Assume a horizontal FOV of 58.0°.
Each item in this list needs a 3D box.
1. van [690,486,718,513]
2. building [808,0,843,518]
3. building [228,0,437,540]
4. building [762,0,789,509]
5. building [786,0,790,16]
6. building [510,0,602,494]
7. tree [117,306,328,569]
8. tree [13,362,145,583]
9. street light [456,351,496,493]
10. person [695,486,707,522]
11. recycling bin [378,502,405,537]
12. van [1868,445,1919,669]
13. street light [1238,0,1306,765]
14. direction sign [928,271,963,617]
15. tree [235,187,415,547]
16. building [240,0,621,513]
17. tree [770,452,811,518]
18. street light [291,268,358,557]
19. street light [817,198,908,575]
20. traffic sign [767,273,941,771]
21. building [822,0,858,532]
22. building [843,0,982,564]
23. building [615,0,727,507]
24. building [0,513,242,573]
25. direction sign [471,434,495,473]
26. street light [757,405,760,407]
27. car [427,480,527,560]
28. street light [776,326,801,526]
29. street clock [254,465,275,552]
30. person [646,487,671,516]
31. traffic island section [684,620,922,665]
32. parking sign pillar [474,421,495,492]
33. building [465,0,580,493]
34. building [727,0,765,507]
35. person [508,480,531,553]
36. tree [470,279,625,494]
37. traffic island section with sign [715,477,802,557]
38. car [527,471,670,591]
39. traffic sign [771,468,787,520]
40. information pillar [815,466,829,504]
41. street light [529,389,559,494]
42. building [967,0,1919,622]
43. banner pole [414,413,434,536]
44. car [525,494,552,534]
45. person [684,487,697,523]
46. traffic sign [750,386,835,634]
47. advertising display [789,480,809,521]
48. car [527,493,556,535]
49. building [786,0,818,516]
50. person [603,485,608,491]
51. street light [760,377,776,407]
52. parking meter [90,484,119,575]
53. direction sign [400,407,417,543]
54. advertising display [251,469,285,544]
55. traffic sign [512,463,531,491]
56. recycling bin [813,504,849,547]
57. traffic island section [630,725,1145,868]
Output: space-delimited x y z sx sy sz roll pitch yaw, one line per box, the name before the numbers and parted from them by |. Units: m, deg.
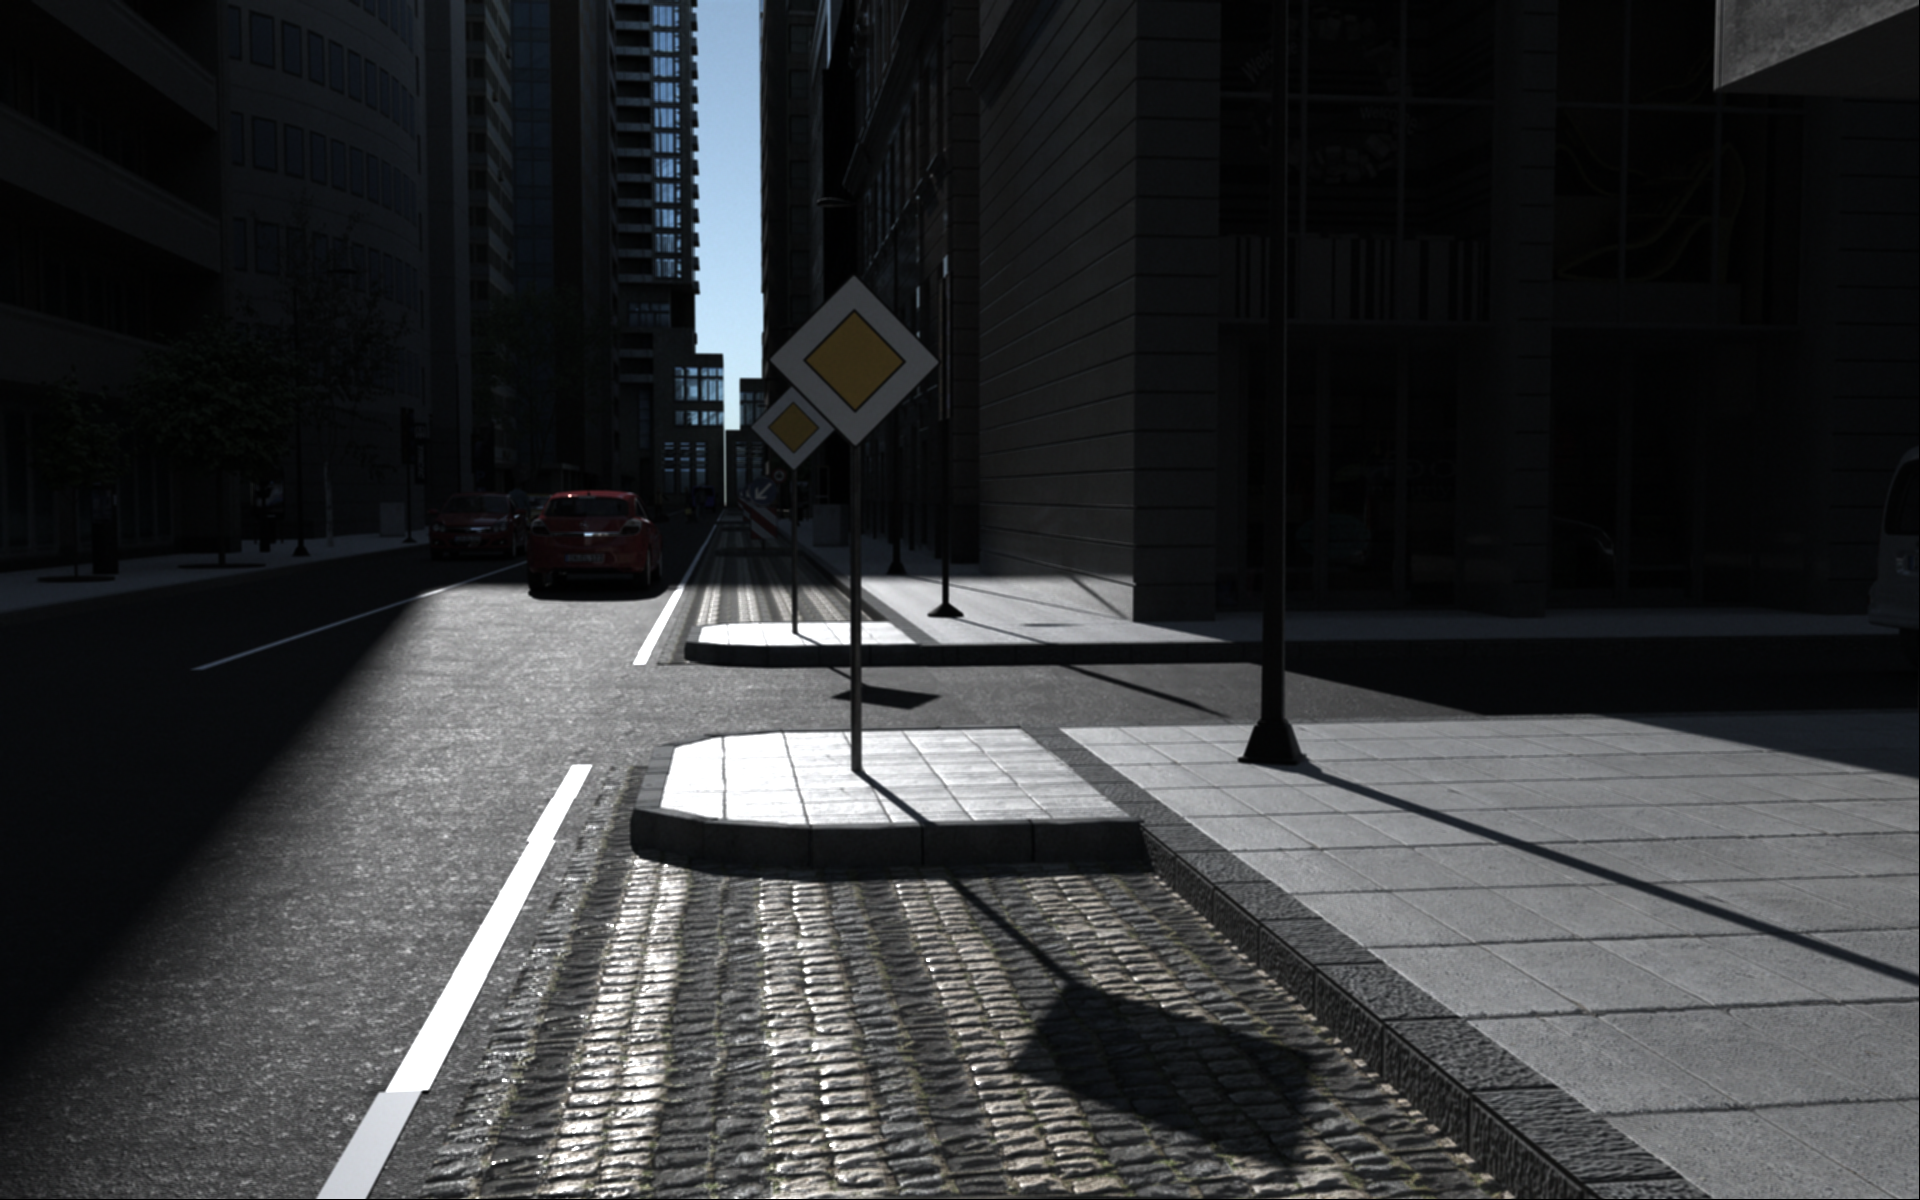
van | -20.144 -8.055 136.085 2.240 2.365 5.245 0 4 -8
building | -0.628 -16.133 81.800 12.078 24.808 19.932 0 4 -7
building | -29.456 -31.522 57.378 21.231 58.520 28.212 0 4 -7
building | -6.756 -32.510 155.237 21.300 48.544 21.600 0 4 -7
building | -1.451 -31.151 128.933 23.786 49.044 30.456 0 4 -7
building | -35.157 -29.503 132.492 14.600 45.320 14.200 0 4 -7
tree | -12.930 -2.857 30.427 4.285 4.588 4.351 0 3 0
tree | -13.005 -1.883 25.397 1.663 3.219 1.824 0 3 0
street light | -15.713 -5.115 56.179 1.470 5.913 1.316 0 4 -7
person | -13.305 -4.902 88.627 0.794 1.824 0.713 1 4 17
recycling bin | -17.101 -2.420 52.114 0.722 1.027 0.722 -1 4 -21
van | 9.316 -0.388 13.362 4.112 2.044 2.013 0 4 -7
street light | 0.970 -2.176 8.113 1.470 5.913 1.316 0 4 -7
direction sign | -0.152 -1.597 18.105 0.379 3.537 0.876 -1 4 -9
tree | -15.233 -5.584 41.668 4.360 8.622 3.978 0 3 0
building | -44.245 -37.196 150.148 28.212 58.520 21.231 0 4 -7
tree | -8.826 -6.756 94.181 4.285 4.588 4.351 0 3 0
street light | -13.061 -3.858 35.625 1.470 5.913 1.316 0 4 -7
street light | -1.550 -3.357 27.436 1.470 5.913 1.316 0 4 -7
traffic sign | -0.484 -0.265 7.972 0.795 2.450 0.064 0 4 -7
building | 1.505 -14.339 64.120 12.332 23.373 15.834 0 4 -7
building | 3.846 -15.073 43.700 12.463 27.353 25.104 0 4 -7
building | -40.643 -53.124 181.244 31.000 86.520 22.319 0 4 -7
building | -25.111 -24.552 25.125 21.300 48.544 21.600 0 4 -7
direction sign | -18.022 -4.494 65.480 0.876 3.537 0.379 0 4 1
street light | -9.823 -7.189 90.087 1.470 5.913 1.316 0 4 -7
car | -10.853 -1.842 39.160 2.155 1.783 4.494 -1 4 -9
street light | -4.277 -4.621 48.094 1.470 5.913 1.316 0 4 -7
street clock | -15.393 -2.063 38.293 0.471 2.002 0.358 -2 4 -34
person | -16.786 -5.370 96.401 1.348 1.812 0.705 -1 4 -11
traffic island section | -1.501 0.386 15.970 2.009 0.180 2.903 0 4 -7
parking sign pillar | -17.419 -4.589 63.505 1.447 3.967 1.447 0 4 -1
building | -38.814 -24.879 98.651 32.217 40.220 23.993 0 4 -7
building | -9.630 -53.337 184.727 31.000 86.520 22.319 0 4 -7
person | -10.720 -2.027 41.981 0.601 1.785 0.444 0 4 -6
tree | -20.229 -9.605 82.803 9.928 11.665 9.643 0 3 0
traffic island section with sign | -4.702 -1.941 40.360 1.989 1.847 2.006 0 4 -7
car | -5.689 -1.115 27.277 2.155 1.783 4.494 0 4 -6
traffic sign | -8.790 -5.147 84.265 0.768 2.556 0.104 0 4 -5
information pillar | -3.602 -2.498 45.335 0.304 2.012 0.304 -1 4 -17
street light | -18.452 -6.372 76.731 1.470 5.913 1.316 0 4 -7
building | 15.633 -15.058 23.686 29.804 29.767 11.434 0 4 -7
banner pole | -16.508 -3.882 53.485 0.401 3.779 0.863 3 4 38
car | -13.952 -2.836 56.585 2.015 1.641 3.980 0 4 -7
person | -13.512 -4.771 86.719 0.699 1.804 1.509 1 4 15
traffic sign | -1.523 -0.749 15.890 0.795 2.450 0.064 0 4 -7
advertising display | -7.624 -4.691 81.915 0.974 1.923 0.123 -2 4 -24
car | -14.572 -3.246 62.120 2.155 1.783 4.494 0 4 -7
building | -3.557 -20.442 105.933 14.160 30.474 14.107 0 4 -7
person | -15.157 -4.057 74.739 0.836 1.842 0.656 -1 4 -10
street light | -7.090 -5.906 69.103 1.470 5.913 1.316 0 4 -7
parking meter | -13.687 -1.180 27.706 0.372 1.533 0.369 0 3 0
direction sign | -14.508 -3.276 45.554 0.379 3.537 0.876 0 4 3
advertising display | -17.874 -2.418 44.747 0.123 1.923 0.974 2 4 27
traffic sign | -17.759 -4.282 70.112 0.768 2.556 0.104 0 4 -4
recycling bin | -3.171 -1.835 42.553 0.722 1.027 0.722 1 4 15
traffic island section | -0.461 0.870 8.052 2.009 0.180 2.903 0 4 -7
